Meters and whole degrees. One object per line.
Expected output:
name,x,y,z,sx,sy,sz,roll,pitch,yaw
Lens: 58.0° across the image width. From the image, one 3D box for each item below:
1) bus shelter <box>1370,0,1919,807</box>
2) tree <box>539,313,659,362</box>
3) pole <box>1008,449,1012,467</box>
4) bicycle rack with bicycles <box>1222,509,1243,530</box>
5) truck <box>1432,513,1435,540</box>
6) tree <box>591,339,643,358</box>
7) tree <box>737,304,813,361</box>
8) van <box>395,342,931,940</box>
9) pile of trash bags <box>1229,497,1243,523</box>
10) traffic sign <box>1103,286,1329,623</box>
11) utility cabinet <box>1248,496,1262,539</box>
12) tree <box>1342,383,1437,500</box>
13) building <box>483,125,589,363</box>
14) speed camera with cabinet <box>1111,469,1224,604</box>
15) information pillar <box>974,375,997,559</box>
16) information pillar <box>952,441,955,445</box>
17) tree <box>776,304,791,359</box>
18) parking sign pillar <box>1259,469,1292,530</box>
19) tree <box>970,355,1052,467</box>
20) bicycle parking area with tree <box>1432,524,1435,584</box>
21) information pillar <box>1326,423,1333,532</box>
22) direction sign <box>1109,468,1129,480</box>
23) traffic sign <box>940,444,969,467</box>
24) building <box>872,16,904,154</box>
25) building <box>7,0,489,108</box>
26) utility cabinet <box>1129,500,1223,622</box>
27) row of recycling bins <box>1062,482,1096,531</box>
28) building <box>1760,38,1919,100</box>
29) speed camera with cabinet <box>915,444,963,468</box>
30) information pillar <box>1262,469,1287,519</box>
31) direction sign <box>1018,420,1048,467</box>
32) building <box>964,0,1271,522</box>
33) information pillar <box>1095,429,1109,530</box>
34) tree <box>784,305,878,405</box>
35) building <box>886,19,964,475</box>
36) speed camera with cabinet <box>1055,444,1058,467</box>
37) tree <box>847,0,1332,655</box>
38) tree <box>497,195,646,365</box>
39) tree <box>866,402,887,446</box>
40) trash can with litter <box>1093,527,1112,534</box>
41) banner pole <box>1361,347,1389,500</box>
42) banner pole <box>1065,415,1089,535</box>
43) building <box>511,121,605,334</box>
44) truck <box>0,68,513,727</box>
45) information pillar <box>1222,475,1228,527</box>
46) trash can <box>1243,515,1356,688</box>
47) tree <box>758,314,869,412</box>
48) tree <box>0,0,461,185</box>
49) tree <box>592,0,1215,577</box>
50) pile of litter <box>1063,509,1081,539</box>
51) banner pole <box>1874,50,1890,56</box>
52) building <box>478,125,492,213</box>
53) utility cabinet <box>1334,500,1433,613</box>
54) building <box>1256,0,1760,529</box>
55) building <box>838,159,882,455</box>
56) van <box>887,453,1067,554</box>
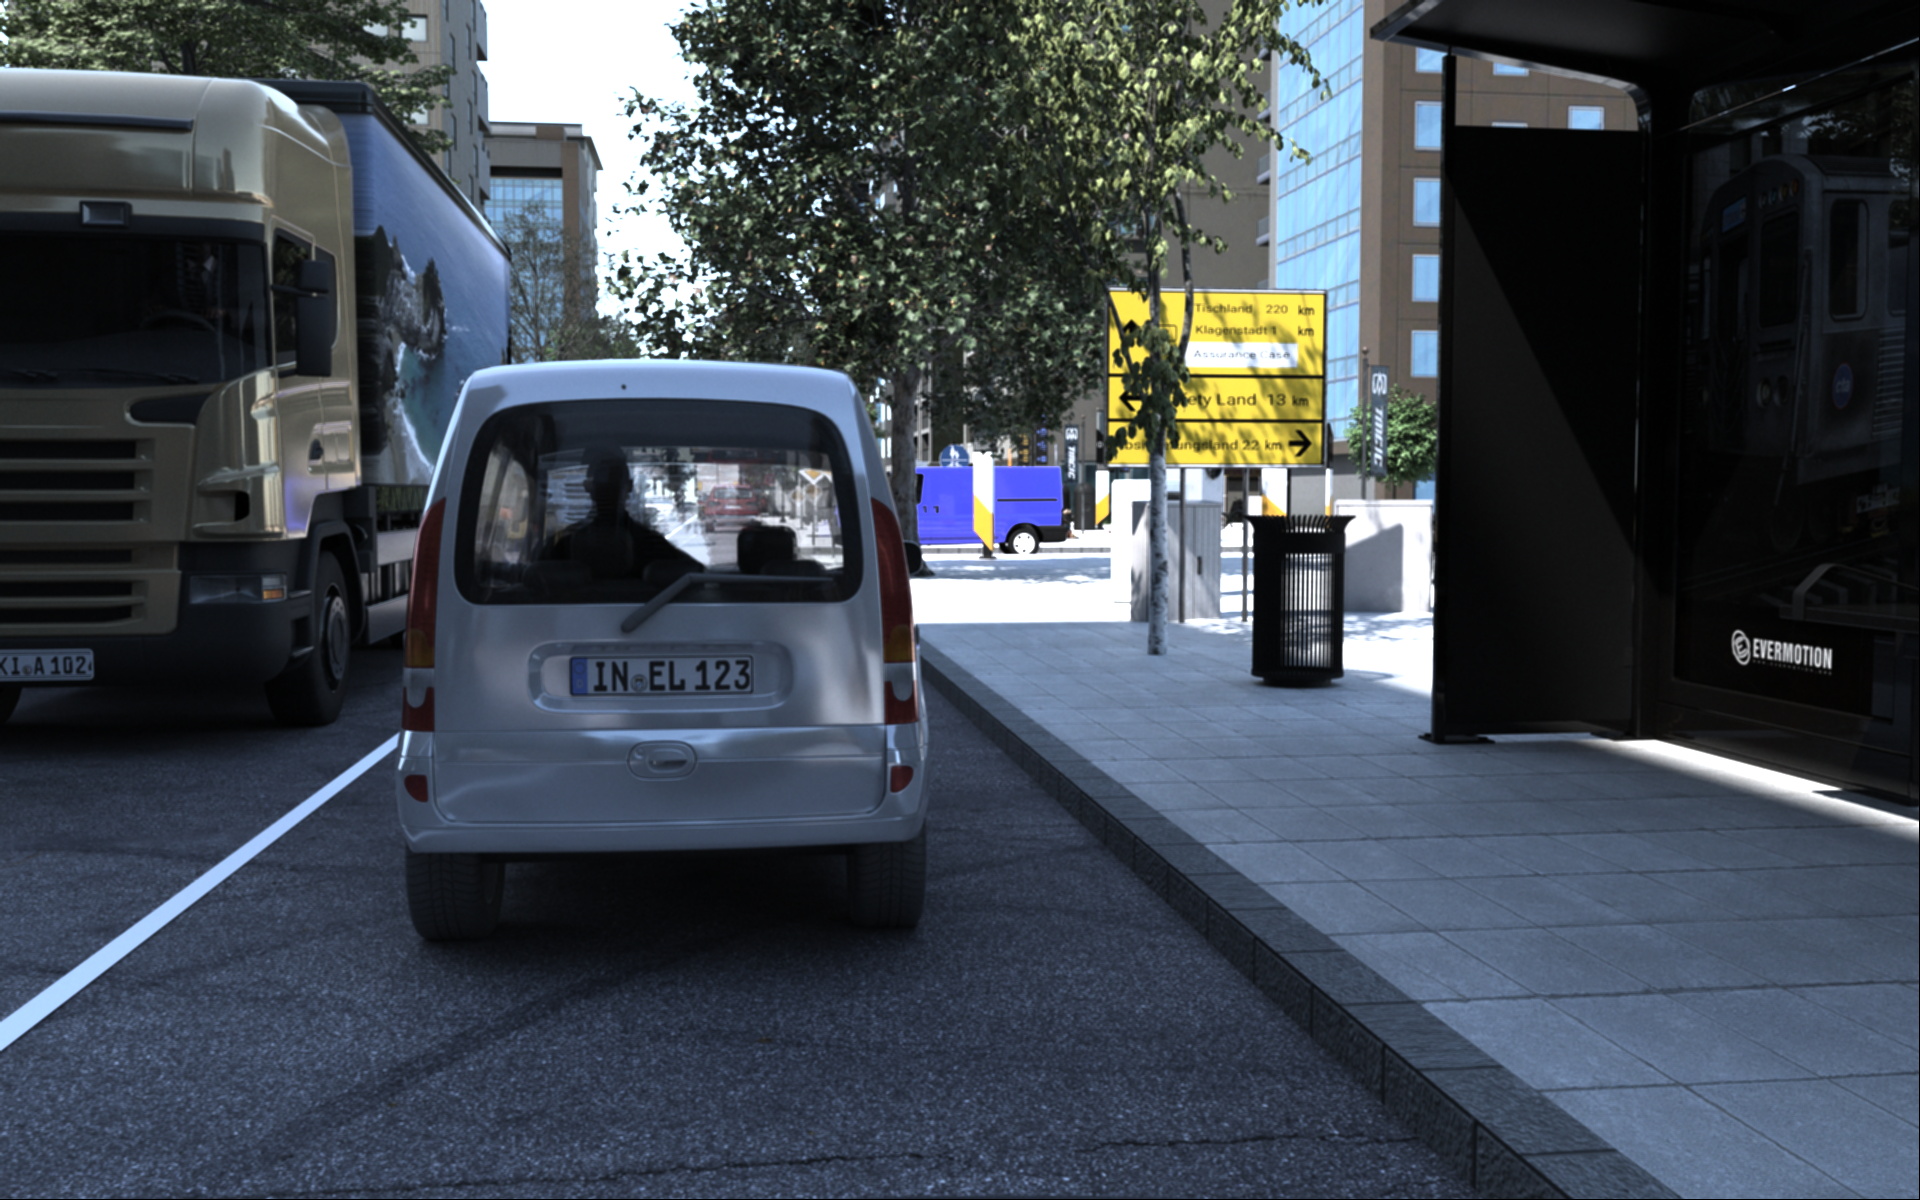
bus shelter,3.340,-0.896,5.925,1.731,3.624,6.357,0,4,-8
tree,-20.582,-10.509,97.582,9.928,11.665,9.643,0,3,0
pole,2.264,-5.181,78.559,0.158,3.312,0.155,0,3,0
bicycle rack with bicycles,8.921,-3.007,62.545,2.925,0.926,2.852,1,4,18
truck,18.967,-3.178,41.718,18.799,4.110,2.967,0,4,-8
tree,-25.550,-13.850,133.101,9.857,13.997,8.962,0,3,0
tree,-11.546,-12.388,109.198,9.857,13.997,8.962,0,3,0
van,-1.098,0.001,7.003,2.013,2.044,4.112,0,4,-7
pile of trash bags,11.291,-4.150,77.606,3.447,1.369,1.912,1,4,22
traffic sign,2.529,-1.425,17.170,2.265,3.308,0.079,0,4,-7
utility cabinet,8.637,-2.328,49.232,0.306,1.237,1.020,-2,4,-34
tree,12.962,-4.134,51.310,4.285,4.588,4.351,0,3,0
building,-53.386,-34.498,214.157,14.600,45.320,14.200,0,4,-8
speed camera with cabinet,2.537,-1.624,20.892,0.660,3.252,2.038,2,4,32
information pillar,0.483,-2.620,34.187,0.504,3.616,0.183,3,5,41
information pillar,-0.141,-5.162,75.758,0.504,3.616,0.183,0,4,-4
tree,-17.948,-18.719,161.944,12.611,20.169,13.585,0,3,0
parking sign pillar,11.341,-4.514,62.271,1.447,3.967,1.447,-3,5,-42
tree,2.400,-7.047,65.578,4.360,8.622,3.978,0,3,0
bicycle parking area with tree,10.132,-2.221,23.322,8.231,4.147,9.016,0,4,7
information pillar,12.161,-4.015,57.007,0.183,3.616,0.504,2,4,26
direction sign,5.703,-4.335,62.882,0.876,3.537,0.379,1,4,9
traffic sign,-0.141,-2.713,44.464,0.768,2.556,0.104,0,3,0
building,2.938,-33.606,169.059,23.786,49.044,30.456,0,4,-8
building,-49.207,-32.790,125.359,28.713,52.752,27.495,0,4,-8
utility cabinet,2.213,-0.398,17.675,1.020,1.237,0.306,-2,4,-35
row of recycling bins,3.171,-3.333,61.601,3.534,1.692,1.069,2,4,26
building,42.126,-25.496,66.964,14.200,45.320,14.600,0,4,-8
speed camera with cabinet,-0.828,-3.154,45.912,0.660,3.252,2.038,-3,5,-40
information pillar,6.114,-2.583,33.580,0.504,3.616,0.183,1,4,15
direction sign,1.974,-3.368,47.056,0.876,3.537,0.379,2,4,28
building,12.174,-28.463,89.070,21.300,48.544,21.600,0,4,-8
information pillar,5.117,-4.337,62.270,0.504,3.616,0.183,2,4,25
tree,-4.724,-6.540,57.288,4.360,8.622,3.978,0,3,0
building,4.895,-43.067,142.405,20.563,71.187,20.611,0,4,-8
speed camera with cabinet,3.445,-4.595,69.470,0.660,3.252,2.038,-1,4,-17
tree,1.352,-3.866,13.564,4.737,8.622,4.395,0,3,0
tree,-17.439,-9.899,72.226,12.009,13.543,11.850,0,3,0
tree,-3.754,-4.129,51.222,4.285,4.588,4.351,0,3,0
trash can with litter,5.541,-2.737,55.805,2.233,1.210,1.678,2,4,35
banner pole,7.073,-2.426,29.684,0.863,3.779,0.401,-3,4,-38
banner pole,3.690,-3.970,54.934,0.863,3.779,0.401,-1,4,-16
building,-66.046,-40.295,248.063,28.713,52.752,27.495,0,4,-8
truck,-5.509,-1.530,13.934,2.839,4.237,11.283,0,4,-8
information pillar,10.348,-3.895,68.182,0.304,2.012,0.304,2,4,27
trash can,2.274,0.000,11.649,0.748,1.137,0.748,0,3,0
tree,-7.959,-9.235,85.407,7.601,10.594,8.767,-1,4,-18
tree,-10.933,-6.514,24.628,7.486,12.596,7.792,0,3,0
tree,-0.859,-6.716,26.817,9.611,12.733,9.660,0,3,0
pile of litter,2.852,-2.222,50.301,1.176,0.858,1.719,-1,4,-14
banner pole,4.786,-1.161,8.997,0.401,3.779,0.863,3,4,39
building,-54.774,-28.078,150.952,32.217,40.220,23.993,0,4,-8
utility cabinet,4.600,-0.471,18.868,1.020,1.237,0.306,0,4,7
building,20.065,-25.337,64.378,14.200,45.320,14.600,0,4,-8
building,-8.824,-35.208,225.753,14.600,45.320,14.200,0,4,-8
van,-0.302,-2.111,38.891,5.245,2.365,2.240,0,4,-6
